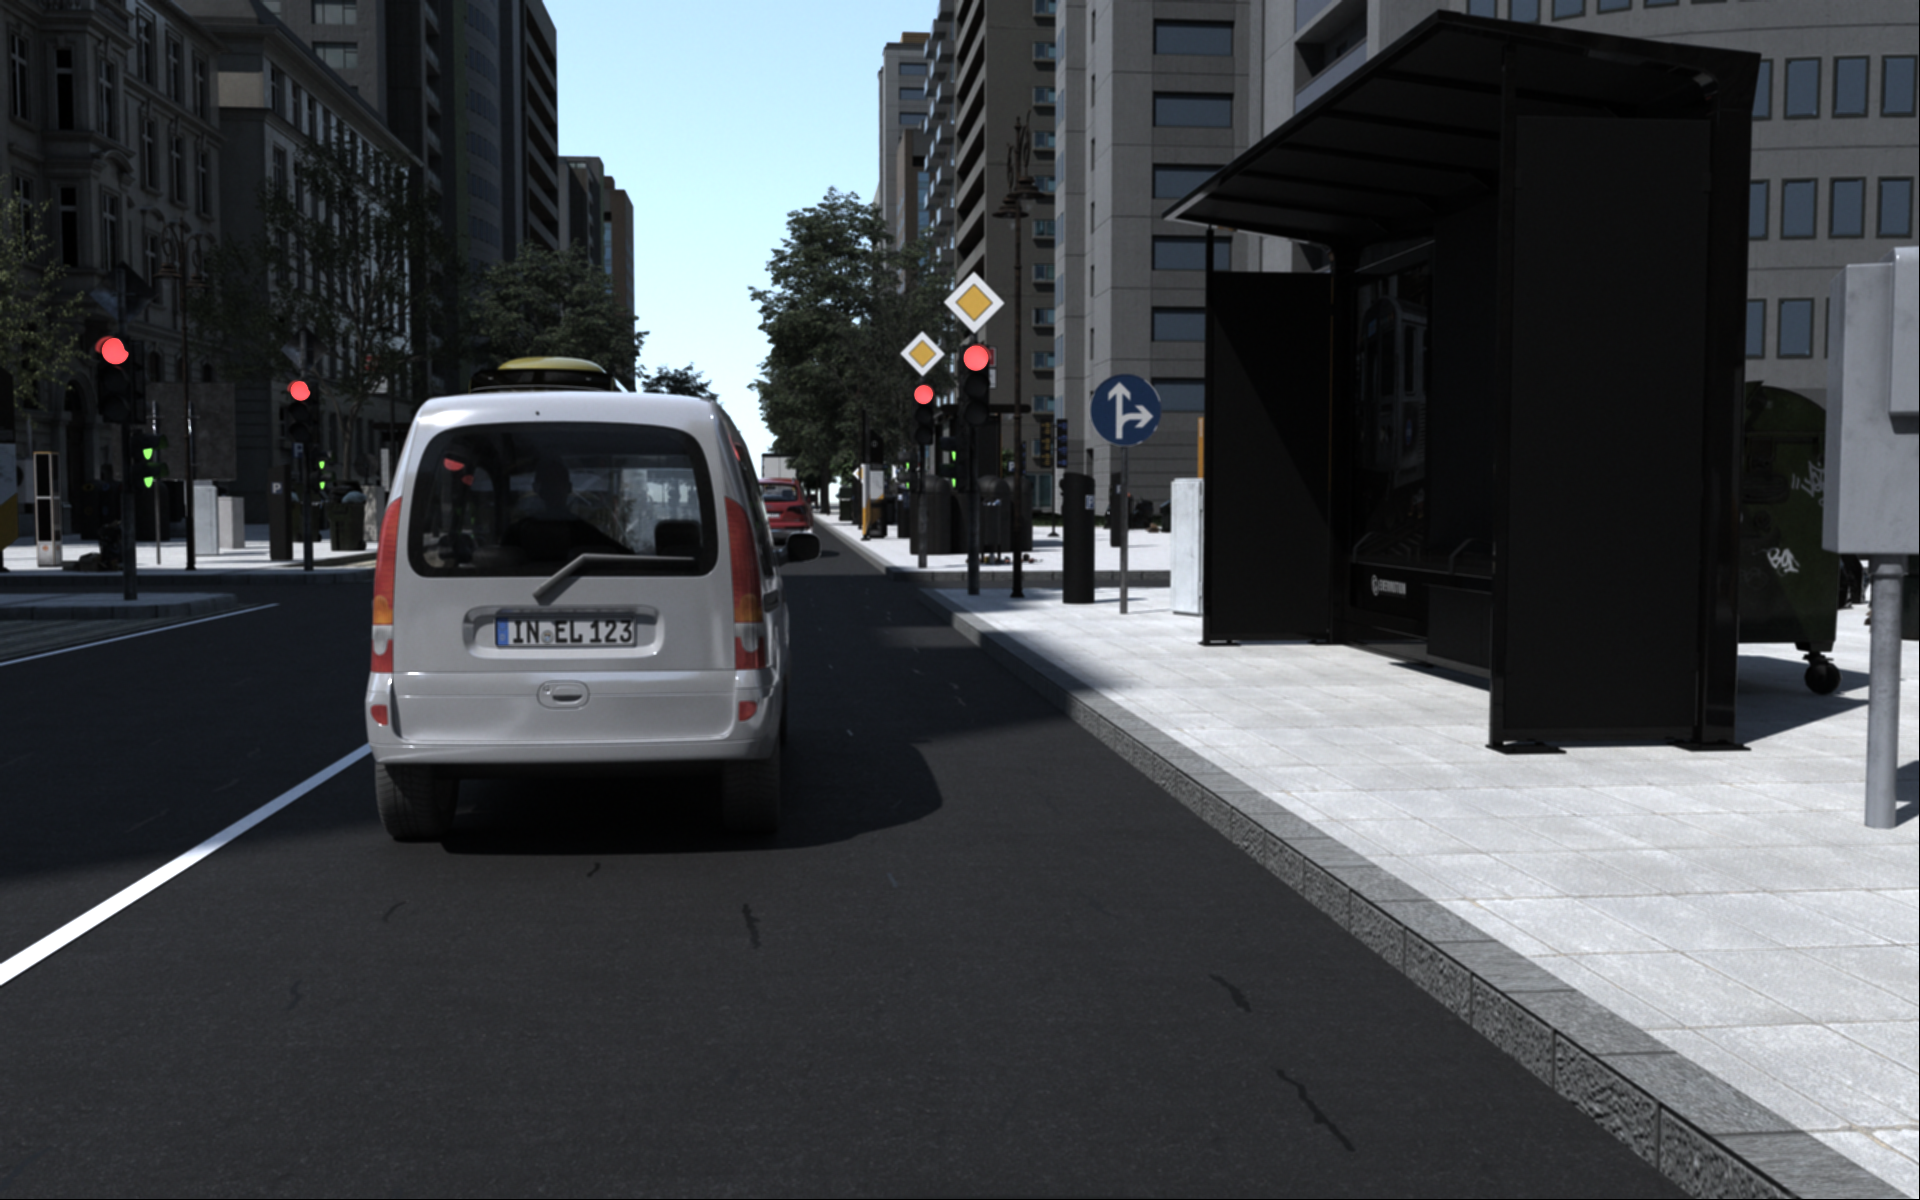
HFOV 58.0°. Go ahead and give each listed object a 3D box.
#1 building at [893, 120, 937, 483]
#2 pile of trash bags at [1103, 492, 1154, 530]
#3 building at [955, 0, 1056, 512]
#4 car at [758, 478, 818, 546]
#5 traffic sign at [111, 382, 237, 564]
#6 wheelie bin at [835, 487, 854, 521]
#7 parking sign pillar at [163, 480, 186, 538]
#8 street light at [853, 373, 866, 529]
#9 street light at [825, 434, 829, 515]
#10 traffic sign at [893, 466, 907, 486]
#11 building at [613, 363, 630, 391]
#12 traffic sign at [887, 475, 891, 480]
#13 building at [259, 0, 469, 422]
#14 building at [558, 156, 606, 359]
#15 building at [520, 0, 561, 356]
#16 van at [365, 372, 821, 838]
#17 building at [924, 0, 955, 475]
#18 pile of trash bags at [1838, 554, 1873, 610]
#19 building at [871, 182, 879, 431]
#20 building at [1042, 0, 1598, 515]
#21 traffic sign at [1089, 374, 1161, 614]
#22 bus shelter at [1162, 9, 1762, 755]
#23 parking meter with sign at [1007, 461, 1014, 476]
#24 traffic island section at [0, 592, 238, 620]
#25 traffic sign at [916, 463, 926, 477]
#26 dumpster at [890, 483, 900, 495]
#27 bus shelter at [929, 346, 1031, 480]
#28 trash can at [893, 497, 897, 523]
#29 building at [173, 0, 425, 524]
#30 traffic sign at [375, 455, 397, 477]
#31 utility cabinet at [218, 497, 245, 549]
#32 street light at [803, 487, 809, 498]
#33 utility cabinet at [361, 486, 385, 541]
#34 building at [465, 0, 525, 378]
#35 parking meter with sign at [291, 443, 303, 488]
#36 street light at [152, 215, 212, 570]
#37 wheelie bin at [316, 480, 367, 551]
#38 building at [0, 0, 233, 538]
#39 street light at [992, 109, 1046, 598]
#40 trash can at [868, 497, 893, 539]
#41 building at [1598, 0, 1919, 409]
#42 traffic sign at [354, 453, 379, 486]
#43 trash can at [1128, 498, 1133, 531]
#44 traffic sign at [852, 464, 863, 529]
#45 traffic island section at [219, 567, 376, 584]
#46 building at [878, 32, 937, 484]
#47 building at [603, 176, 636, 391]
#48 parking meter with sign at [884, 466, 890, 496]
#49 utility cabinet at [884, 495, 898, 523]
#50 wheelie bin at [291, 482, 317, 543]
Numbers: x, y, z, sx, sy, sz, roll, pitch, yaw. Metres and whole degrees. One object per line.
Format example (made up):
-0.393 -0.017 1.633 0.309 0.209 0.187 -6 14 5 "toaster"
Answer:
-0.223 -34.146 208.395 14.600 45.320 14.200 0 4 -6 "building"
6.149 -3.293 63.592 1.912 1.369 3.447 0 4 8 "pile of trash bags"
11.292 -30.977 130.168 21.300 48.544 21.600 0 4 -6 "building"
-4.504 -1.983 41.093 2.281 1.827 5.304 0 4 -5 "car"
-14.281 -2.299 31.464 2.265 3.308 0.079 0 4 1 "traffic sign"
-5.446 -4.560 82.469 0.980 1.594 0.693 0 4 2 "wheelie bin"
-22.982 -3.837 51.201 1.447 3.967 1.447 1 4 10 "parking sign pillar"
-3.621 -5.496 62.645 0.468 5.910 1.993 0 4 -6 "street light"
-7.941 -8.036 104.174 0.468 5.910 1.993 0 4 -6 "street light"
-2.087 -3.598 60.957 0.606 2.300 0.079 0 4 -2 "traffic sign"
-57.982 -23.212 224.561 27.650 21.520 28.899 0 4 -6 "building"
-4.584 -6.424 105.144 0.768 2.556 0.104 0 3 0 "traffic sign"
-38.971 -25.966 108.146 14.154 41.232 14.086 0 4 -6 "building"
-49.352 -31.785 203.283 14.154 41.232 14.086 0 4 -6 "building"
-47.619 -32.394 153.343 21.300 48.544 21.600 0 4 -6 "building"
-1.698 -0.099 8.638 2.013 2.044 4.112 0 4 -5 "van"
8.541 -32.806 155.987 23.786 49.044 30.456 0 4 -6 "building"
10.766 -0.643 20.260 1.912 1.369 3.447 3 5 42 "pile of trash bags"
-1.765 -38.575 254.409 21.300 48.544 21.600 0 4 -6 "building"
15.389 -33.341 87.117 21.231 58.520 28.212 0 4 -6 "building"
1.755 -1.124 18.487 0.768 2.556 0.104 0 4 1 "traffic sign"
2.859 -1.244 11.621 1.731 3.624 6.357 0 4 -6 "bus shelter"
2.291 -5.914 92.961 0.543 3.016 1.738 -2 4 -34 "parking meter with sign"
-10.091 0.076 21.033 2.009 0.180 2.903 0 4 -6 "traffic island section"
-1.606 -3.912 63.971 0.884 2.594 0.081 0 4 -5 "traffic sign"
-3.412 -5.379 93.698 1.264 1.857 1.865 0 4 -6 "dumpster"
0.188 -4.092 44.540 2.179 5.291 8.768 0 4 -6 "bus shelter"
-3.065 -3.785 73.546 0.748 1.137 0.748 0 3 0 "trash can"
-37.917 -15.492 86.577 16.112 22.955 30.059 0 4 -6 "building"
-18.121 -3.330 54.548 0.768 2.556 0.104 0 4 0 "traffic sign"
-17.201 -1.815 40.836 0.306 1.237 1.020 -3 5 -44 "utility cabinet"
-15.795 -12.702 180.465 0.468 5.910 1.993 0 4 -6 "street light"
-15.964 -2.325 46.698 1.173 1.500 0.318 3 4 36 "utility cabinet"
-45.213 -35.853 128.196 21.231 58.520 28.212 0 4 -6 "building"
-22.101 -3.714 56.991 0.543 3.016 1.738 0 4 7 "parking meter with sign"
-12.973 -3.440 29.029 0.468 5.910 1.993 0 4 -6 "street light"
-13.827 -1.907 39.086 0.980 1.594 0.693 1 4 11 "wheelie bin"
-33.736 -14.369 54.020 14.460 24.649 34.723 0 4 -6 "building"
0.712 -2.970 21.348 0.468 5.910 1.993 0 4 -6 "street light"
-2.412 -2.356 50.179 0.748 1.137 0.748 0 3 0 "trash can"
25.022 -31.237 52.724 28.212 58.520 21.231 0 4 -6 "building"
-18.555 -3.306 54.152 0.768 2.556 0.104 0 4 0 "traffic sign"
5.577 -2.933 59.608 0.748 1.137 0.748 0 3 0 "trash can"
-3.581 -3.836 63.909 0.795 2.450 0.064 0 4 3 "traffic sign"
-10.914 -0.409 28.976 2.009 0.180 2.903 0 4 -6 "traffic island section"
-0.214 -42.035 229.273 21.231 58.520 28.212 0 4 -6 "building"
-53.900 -36.502 246.911 14.600 45.320 14.200 0 4 -6 "building"
-3.432 -5.102 79.682 0.543 3.016 1.738 0 4 3 "parking meter with sign"
-2.908 -4.011 76.734 1.020 1.237 0.306 3 5 39 "utility cabinet"
-17.460 -2.333 46.056 0.693 1.594 0.980 3 4 38 "wheelie bin"
